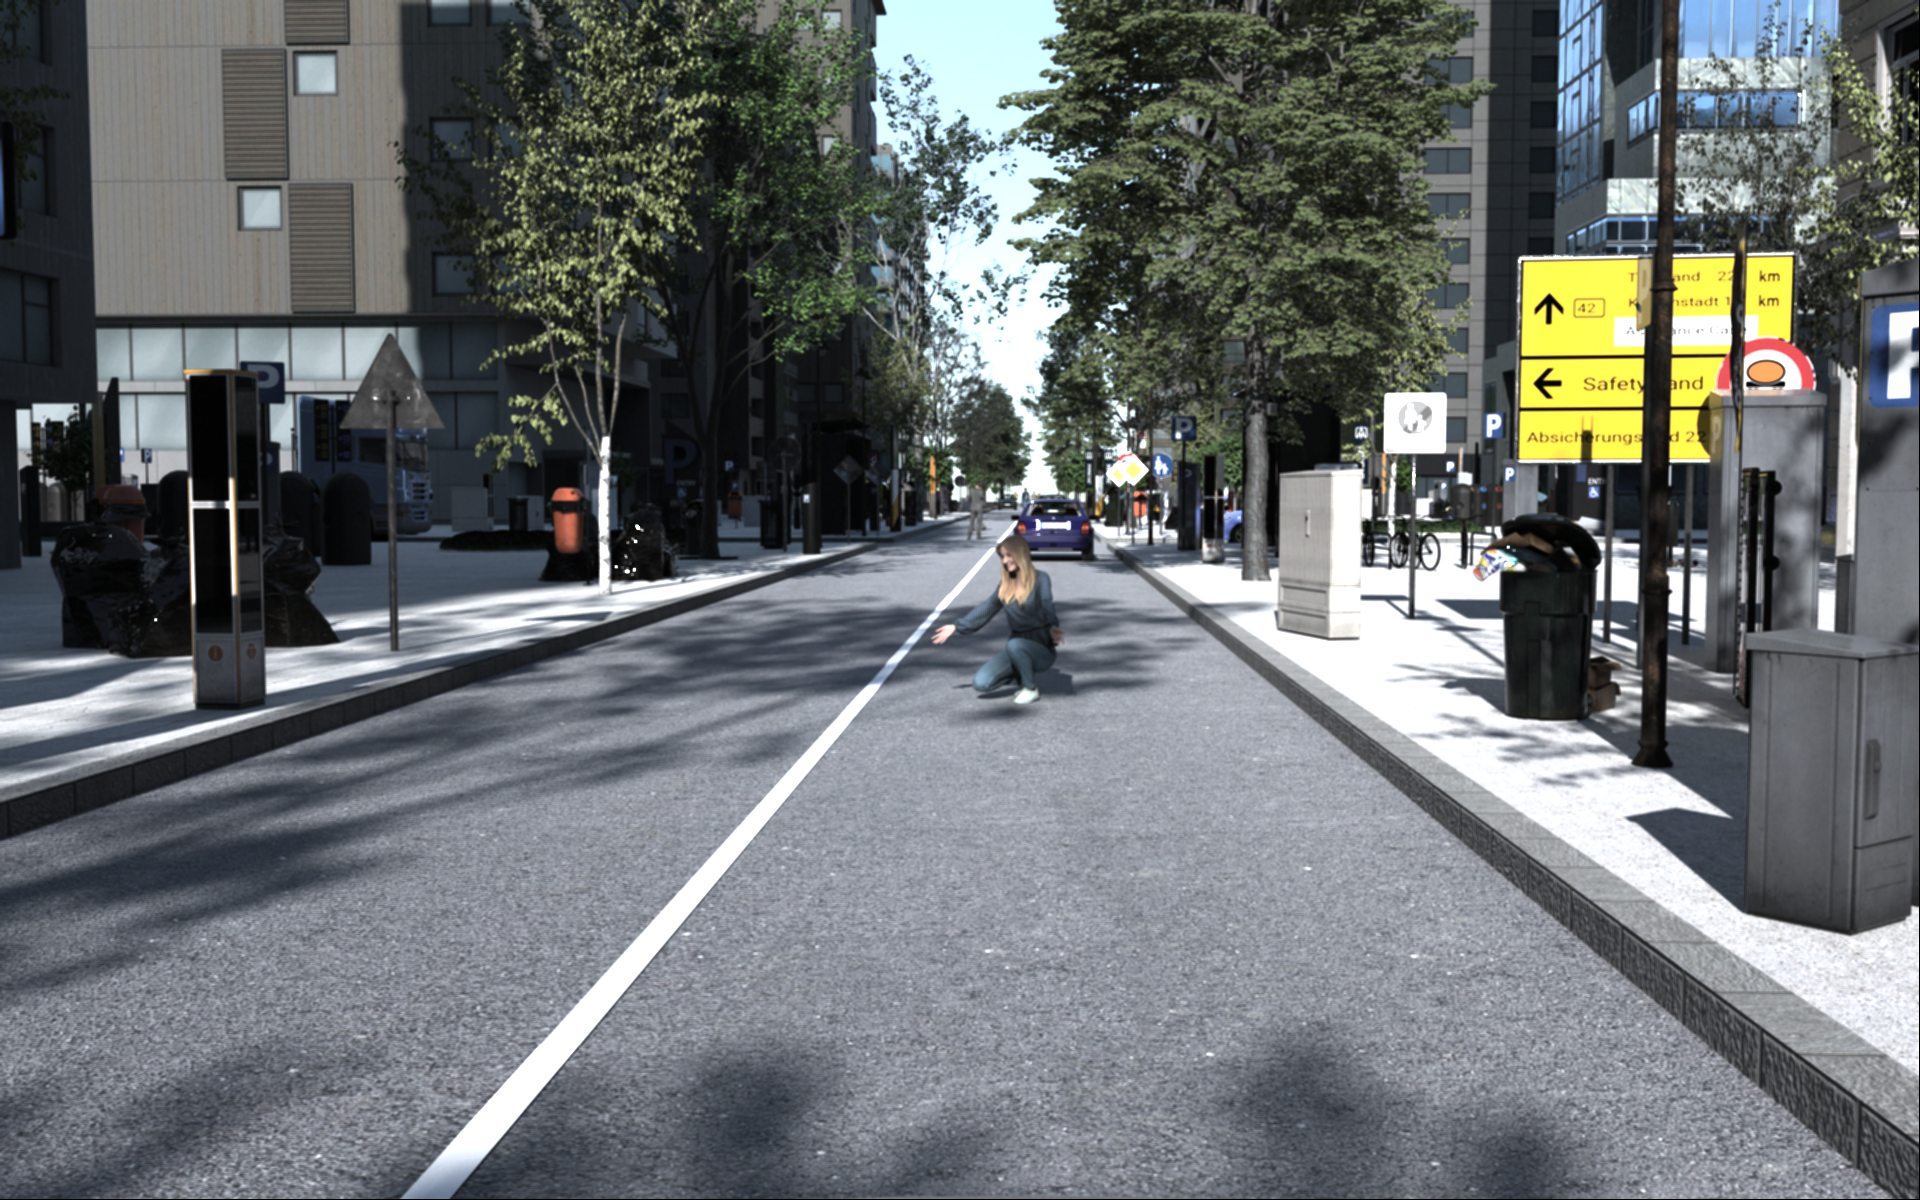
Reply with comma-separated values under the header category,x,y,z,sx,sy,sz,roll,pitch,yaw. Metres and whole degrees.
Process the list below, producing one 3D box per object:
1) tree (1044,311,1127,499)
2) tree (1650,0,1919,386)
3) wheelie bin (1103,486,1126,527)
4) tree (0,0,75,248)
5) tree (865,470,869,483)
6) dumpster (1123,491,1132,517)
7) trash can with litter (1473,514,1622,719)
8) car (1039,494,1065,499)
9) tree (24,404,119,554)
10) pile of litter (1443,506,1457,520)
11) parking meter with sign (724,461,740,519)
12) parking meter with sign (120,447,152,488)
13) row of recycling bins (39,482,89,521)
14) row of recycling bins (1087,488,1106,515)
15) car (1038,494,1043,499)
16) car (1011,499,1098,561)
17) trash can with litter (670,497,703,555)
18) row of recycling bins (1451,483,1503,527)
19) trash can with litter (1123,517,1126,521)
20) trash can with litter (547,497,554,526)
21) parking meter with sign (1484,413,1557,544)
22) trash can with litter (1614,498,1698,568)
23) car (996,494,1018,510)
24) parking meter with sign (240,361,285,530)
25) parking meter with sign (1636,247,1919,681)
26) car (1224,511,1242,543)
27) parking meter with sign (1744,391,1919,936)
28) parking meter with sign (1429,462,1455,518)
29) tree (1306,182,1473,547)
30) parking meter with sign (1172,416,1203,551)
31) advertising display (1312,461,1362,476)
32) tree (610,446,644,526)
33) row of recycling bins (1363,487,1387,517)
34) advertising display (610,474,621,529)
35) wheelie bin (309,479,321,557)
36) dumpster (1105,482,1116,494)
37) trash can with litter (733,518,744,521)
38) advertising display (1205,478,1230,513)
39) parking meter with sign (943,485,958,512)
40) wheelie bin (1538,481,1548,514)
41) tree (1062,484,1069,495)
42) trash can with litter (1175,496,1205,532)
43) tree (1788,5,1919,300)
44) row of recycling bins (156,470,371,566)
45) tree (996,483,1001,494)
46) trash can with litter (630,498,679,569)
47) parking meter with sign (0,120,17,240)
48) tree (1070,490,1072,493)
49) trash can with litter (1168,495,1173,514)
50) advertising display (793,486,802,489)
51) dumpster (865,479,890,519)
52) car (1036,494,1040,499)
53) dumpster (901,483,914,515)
category,x,y,z,sx,sy,sz,roll,pitch,yaw
tree,12.569,-19.653,177.208,12.611,20.169,13.585,0,3,0
tree,12.748,-4.678,26.850,4.360,8.622,3.978,0,3,0
wheelie bin,6.080,-3.664,67.818,0.693,1.594,0.980,3,5,40
tree,-12.819,-4.307,20.786,4.737,8.622,4.395,0,3,0
tree,-6.721,-7.689,120.318,1.663,3.219,1.824,0,3,0
dumpster,7.753,-4.599,80.948,1.264,1.857,1.865,0,4,3
trash can with litter,3.484,0.075,10.166,0.624,1.170,1.055,3,4,37
car,4.815,-4.954,90.780,2.009,1.686,4.222,0,4,2
tree,-18.893,-2.607,37.219,1.663,3.219,1.824,0,3,0
pile of litter,17.641,-2.898,61.341,1.719,0.858,1.176,-3,5,-44
parking meter with sign,-11.775,-5.727,89.894,0.543,3.016,1.738,-1,4,-22
parking meter with sign,-32.000,-4.299,66.545,1.738,3.016,0.543,0,4,6
row of recycling bins,-29.649,-3.114,58.029,3.534,1.692,1.069,0,4,6
row of recycling bins,8.359,-5.927,104.013,1.069,1.692,3.534,1,4,16
car,7.906,-9.143,159.716,2.015,1.641,3.980,0,4,3
car,2.088,-1.570,38.246,1.945,1.354,3.894,0,4,4
trash can with litter,-5.724,-1.533,36.447,0.624,1.170,1.055,-3,5,-41
row of recycling bins,20.696,-3.746,68.366,3.534,1.692,1.069,-2,4,-33
trash can with litter,7.758,-4.391,83.182,0.624,1.170,1.055,-1,4,-22
trash can with litter,-15.706,-3.481,68.309,1.055,1.170,0.624,-3,5,-44
parking meter with sign,12.220,-2.532,37.656,1.738,3.016,0.543,-2,4,-28
trash can with litter,12.595,-1.216,30.931,1.678,1.210,2.233,1,4,20
car,4.297,-8.990,156.777,2.009,1.686,4.222,0,4,2
parking meter with sign,-9.490,-1.677,23.674,0.543,3.016,1.738,-1,4,-21
parking meter with sign,5.780,-0.987,12.392,1.738,3.016,0.543,1,4,10
car,8.881,-2.356,48.118,3.694,1.707,1.945,0,4,2
parking meter with sign,3.197,-0.566,5.523,1.738,3.016,0.543,-2,4,-35
parking meter with sign,26.029,-5.966,93.808,0.543,3.016,1.738,-1,4,-19
tree,10.403,-5.590,41.761,4.737,8.622,4.395,0,3,0
parking meter with sign,5.286,-2.657,39.708,0.543,3.016,1.738,1,4,18
advertising display,7.447,-1.777,34.274,0.974,1.923,0.123,2,4,29
tree,-13.737,-4.578,69.452,1.663,3.219,1.824,0,3,0
row of recycling bins,23.036,-5.484,96.775,1.069,1.692,3.534,0,4,2
advertising display,-11.446,-3.157,56.837,0.974,1.923,0.123,3,5,44
wheelie bin,-13.361,-1.691,35.549,0.693,1.594,0.980,-3,4,-38
dumpster,7.894,-5.042,84.924,1.502,2.255,1.985,0,4,3
trash can with litter,-9.829,-4.343,82.061,2.233,1.210,1.678,-2,4,-26
advertising display,10.522,-4.011,70.798,0.974,1.923,0.123,1,4,21
parking meter with sign,-1.010,-7.877,125.047,1.738,3.016,0.543,-2,4,-34
wheelie bin,13.478,-2.026,41.035,0.693,1.594,0.980,-2,4,-35
tree,13.216,-13.184,210.161,1.663,3.219,1.824,0,3,0
trash can with litter,7.332,-2.656,54.815,1.055,1.170,0.624,2,4,23
tree,12.068,-4.262,20.047,4.737,8.622,4.395,0,3,0
row of recycling bins,-12.347,-1.450,30.819,3.534,1.692,1.069,-2,4,-24
tree,4.752,-14.847,237.343,1.663,3.219,1.824,0,3,0
trash can with litter,-5.662,-1.094,28.952,2.233,1.210,1.678,-1,4,-23
parking meter with sign,-4.839,-0.680,7.380,0.543,3.016,1.738,1,4,10
tree,11.754,-10.569,167.410,1.663,3.219,1.824,0,3,0
trash can with litter,14.299,-6.830,122.734,1.678,1.210,2.233,2,4,33
advertising display,-9.731,-6.096,104.875,0.974,1.923,0.123,1,4,20
dumpster,-4.397,-5.366,90.228,1.502,2.255,1.985,0,4,3
car,12.633,-15.749,267.289,2.009,1.686,4.222,0,4,3
dumpster,-3.038,-5.110,89.311,1.264,1.857,1.865,0,4,3
